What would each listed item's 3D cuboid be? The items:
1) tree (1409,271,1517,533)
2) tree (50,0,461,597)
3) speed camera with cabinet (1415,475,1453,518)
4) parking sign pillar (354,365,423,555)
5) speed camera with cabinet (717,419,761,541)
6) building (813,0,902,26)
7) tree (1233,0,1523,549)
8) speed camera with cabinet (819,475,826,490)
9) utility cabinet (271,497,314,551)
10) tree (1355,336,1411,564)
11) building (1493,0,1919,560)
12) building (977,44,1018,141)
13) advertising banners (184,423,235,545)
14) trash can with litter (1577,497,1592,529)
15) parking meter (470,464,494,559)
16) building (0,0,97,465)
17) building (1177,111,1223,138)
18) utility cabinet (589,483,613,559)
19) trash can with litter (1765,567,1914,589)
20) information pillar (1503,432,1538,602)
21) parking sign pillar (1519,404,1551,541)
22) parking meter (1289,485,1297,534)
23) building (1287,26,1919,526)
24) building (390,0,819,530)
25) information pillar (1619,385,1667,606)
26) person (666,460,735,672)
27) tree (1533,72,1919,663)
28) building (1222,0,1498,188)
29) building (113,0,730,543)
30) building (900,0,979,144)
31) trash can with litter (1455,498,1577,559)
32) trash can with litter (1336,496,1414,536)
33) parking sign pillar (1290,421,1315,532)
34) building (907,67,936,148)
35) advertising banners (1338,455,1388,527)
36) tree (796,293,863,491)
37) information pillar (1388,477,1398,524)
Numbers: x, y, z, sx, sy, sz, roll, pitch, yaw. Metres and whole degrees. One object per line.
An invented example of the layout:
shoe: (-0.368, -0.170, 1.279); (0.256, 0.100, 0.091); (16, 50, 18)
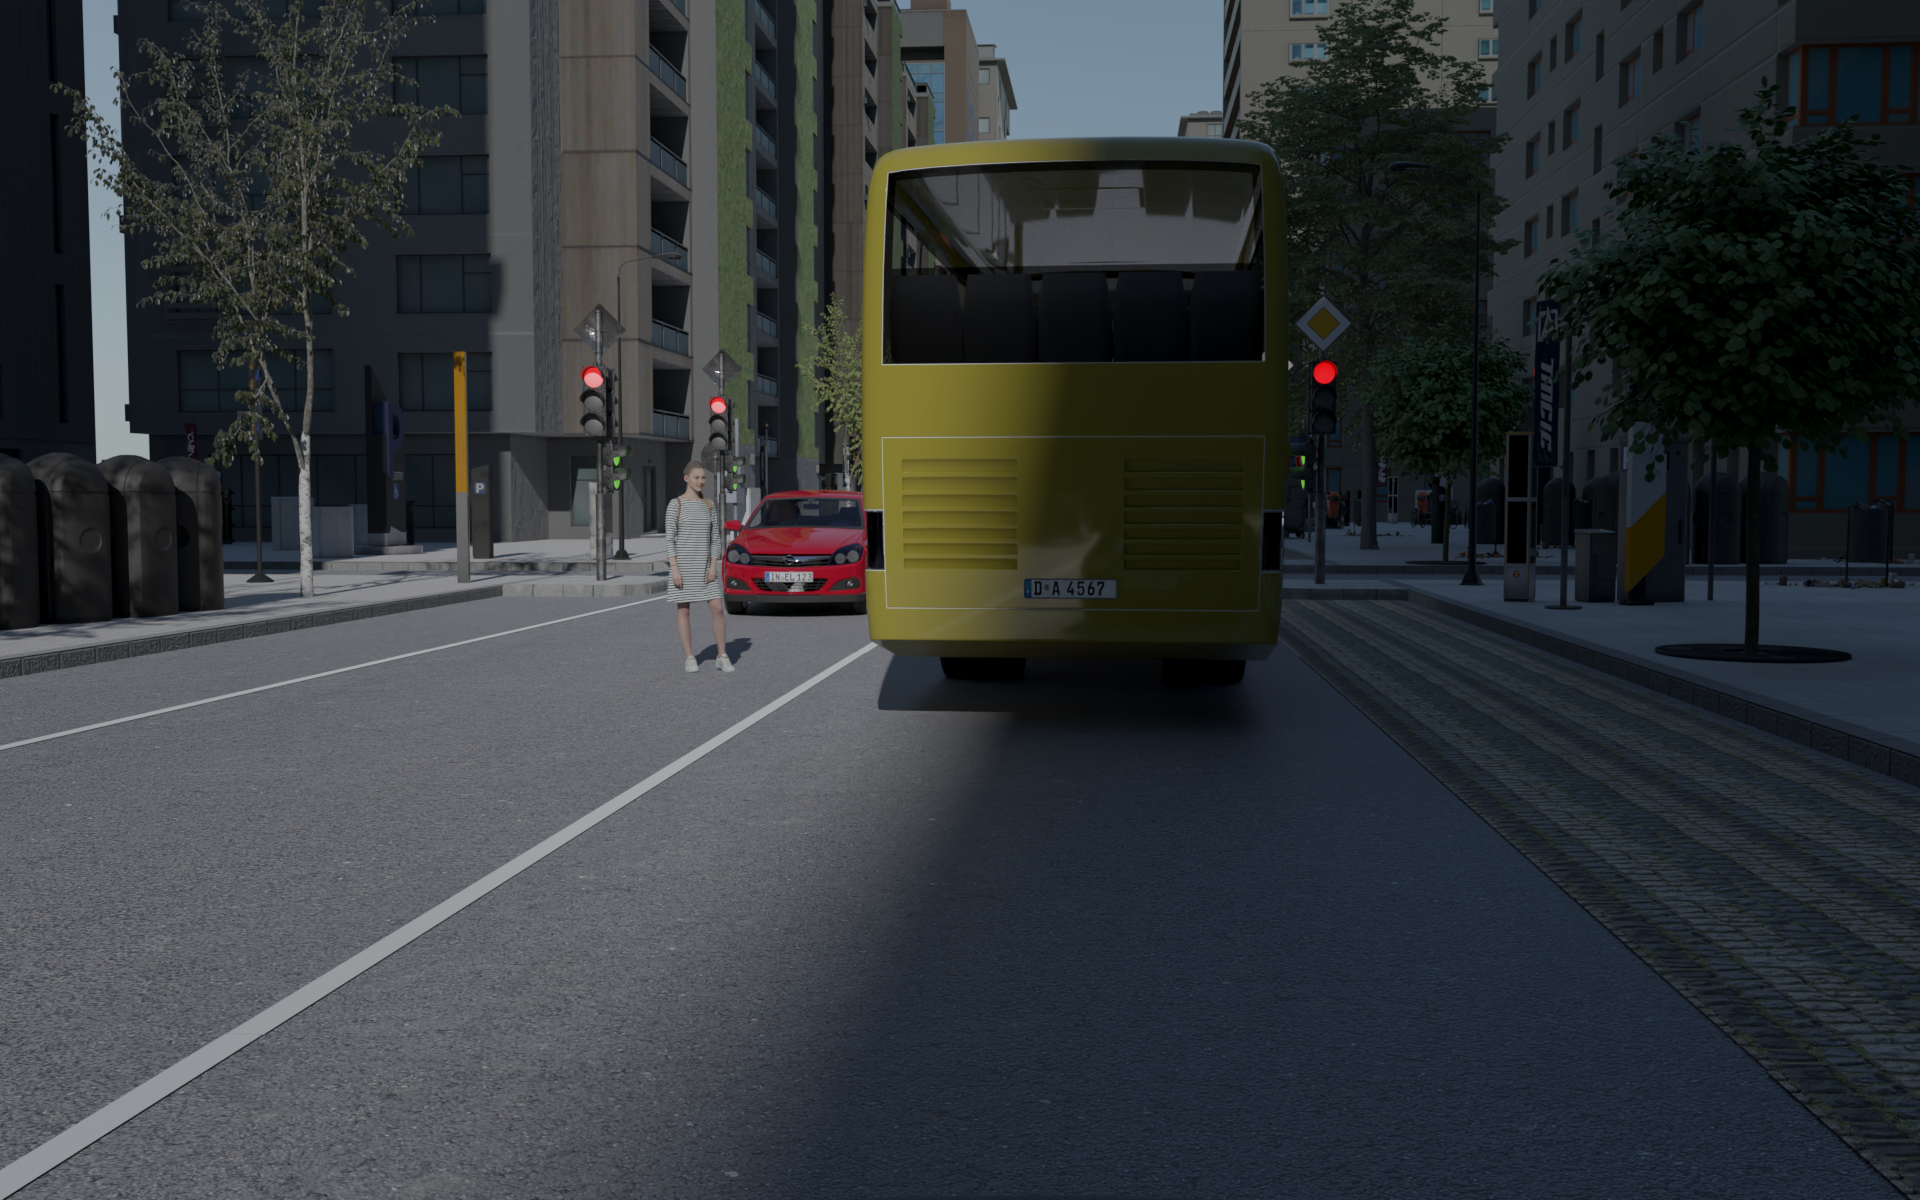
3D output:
tree: (15.907, -6.469, 56.136); (4.737, 8.622, 4.395); (0, 3, 0)
tree: (-8.399, -4.343, 21.376); (4.360, 8.622, 3.978); (0, 3, 0)
speed camera with cabinet: (20.497, -4.923, 74.834); (2.038, 3.252, 0.660); (-3, 5, -41)
parking sign pillar: (-12.257, -2.967, 36.977); (1.447, 3.967, 1.447); (0, 4, 0)
speed camera with cabinet: (-5.902, -3.174, 46.224); (0.660, 3.252, 2.038); (1, 4, 11)
building: (-10.936, -19.779, 95.089); (14.160, 30.474, 14.107); (0, 4, 5)
tree: (9.175, -7.437, 39.717); (7.486, 12.596, 7.792); (0, 3, 0)
speed camera with cabinet: (-7.247, -5.569, 85.390); (0.660, 3.252, 2.038); (1, 4, 19)
utility cabinet: (-15.195, -1.732, 39.484); (0.306, 1.237, 1.020); (2, 4, 25)
tree: (8.869, -2.937, 31.726); (4.285, 4.588, 4.351); (0, 3, 0)
building: (31.759, -12.283, 45.868); (28.899, 21.520, 27.650); (0, 4, 5)
building: (-8.042, -37.939, 209.533); (28.713, 52.752, 27.495); (0, 4, 5)
advertising banners: (-18.821, -2.889, 43.424); (0.090, 3.025, 2.074); (1, 4, 8)
trash can with litter: (14.232, -1.812, 40.690); (2.233, 1.210, 1.678); (-1, 4, -22)
parking meter: (-9.470, -1.748, 34.297); (0.399, 1.863, 0.255); (0, 4, 5)
building: (-34.256, -16.828, 46.847); (14.107, 30.474, 14.160); (0, 4, 5)
building: (43.734, -39.468, 234.540); (28.713, 52.752, 27.495); (0, 4, 5)
utility cabinet: (-7.046, -1.554, 34.085); (0.318, 1.500, 1.173); (0, 4, -4)
trash can with litter: (12.185, -0.799, 24.117); (2.233, 1.210, 1.678); (1, 4, 18)
information pillar: (6.691, -0.988, 20.654); (0.304, 2.012, 0.304); (2, 4, 34)
parking sign pillar: (15.948, -3.657, 48.265); (1.447, 3.967, 1.447); (-1, 4, -10)
parking meter: (10.757, -3.100, 56.402); (0.399, 1.863, 0.255); (1, 4, 18)
building: (31.516, -15.070, 91.439); (27.650, 21.520, 28.899); (0, 4, 5)
building: (-14.142, -23.811, 72.903); (14.154, 41.232, 14.086); (0, 4, 5)
information pillar: (7.893, -1.747, 19.916); (0.504, 3.616, 0.183); (-1, 4, -17)
person: (-2.141, -0.274, 13.992); (0.512, 1.701, 0.522); (-2, 4, -32)
tree: (6.304, -1.838, 13.769); (4.285, 4.588, 4.351); (0, 3, 0)
building: (30.905, -30.914, 129.143); (21.300, 48.544, 21.600); (0, 4, 5)
building: (-14.488, -22.459, 50.802); (14.154, 41.232, 14.086); (0, 4, 5)
building: (-5.704, -31.139, 159.232); (14.600, 45.320, 14.200); (0, 4, 5)
trash can with litter: (10.980, -1.460, 34.923); (2.233, 1.210, 1.678); (0, 4, 3)
trash can with litter: (12.683, -2.556, 52.844); (2.233, 1.210, 1.678); (1, 4, 20)
parking sign pillar: (11.480, -4.309, 58.920); (1.447, 3.967, 1.447); (-1, 4, -22)
building: (-9.331, -21.111, 116.865); (14.160, 30.474, 14.107); (0, 4, 5)
advertising banners: (15.905, -4.413, 68.346); (2.074, 3.025, 0.090); (1, 4, 22)
tree: (-3.905, -6.950, 63.995); (4.737, 8.622, 4.395); (0, 3, 0)
information pillar: (18.568, -4.268, 74.273); (0.304, 2.012, 0.304); (-2, 4, -31)
